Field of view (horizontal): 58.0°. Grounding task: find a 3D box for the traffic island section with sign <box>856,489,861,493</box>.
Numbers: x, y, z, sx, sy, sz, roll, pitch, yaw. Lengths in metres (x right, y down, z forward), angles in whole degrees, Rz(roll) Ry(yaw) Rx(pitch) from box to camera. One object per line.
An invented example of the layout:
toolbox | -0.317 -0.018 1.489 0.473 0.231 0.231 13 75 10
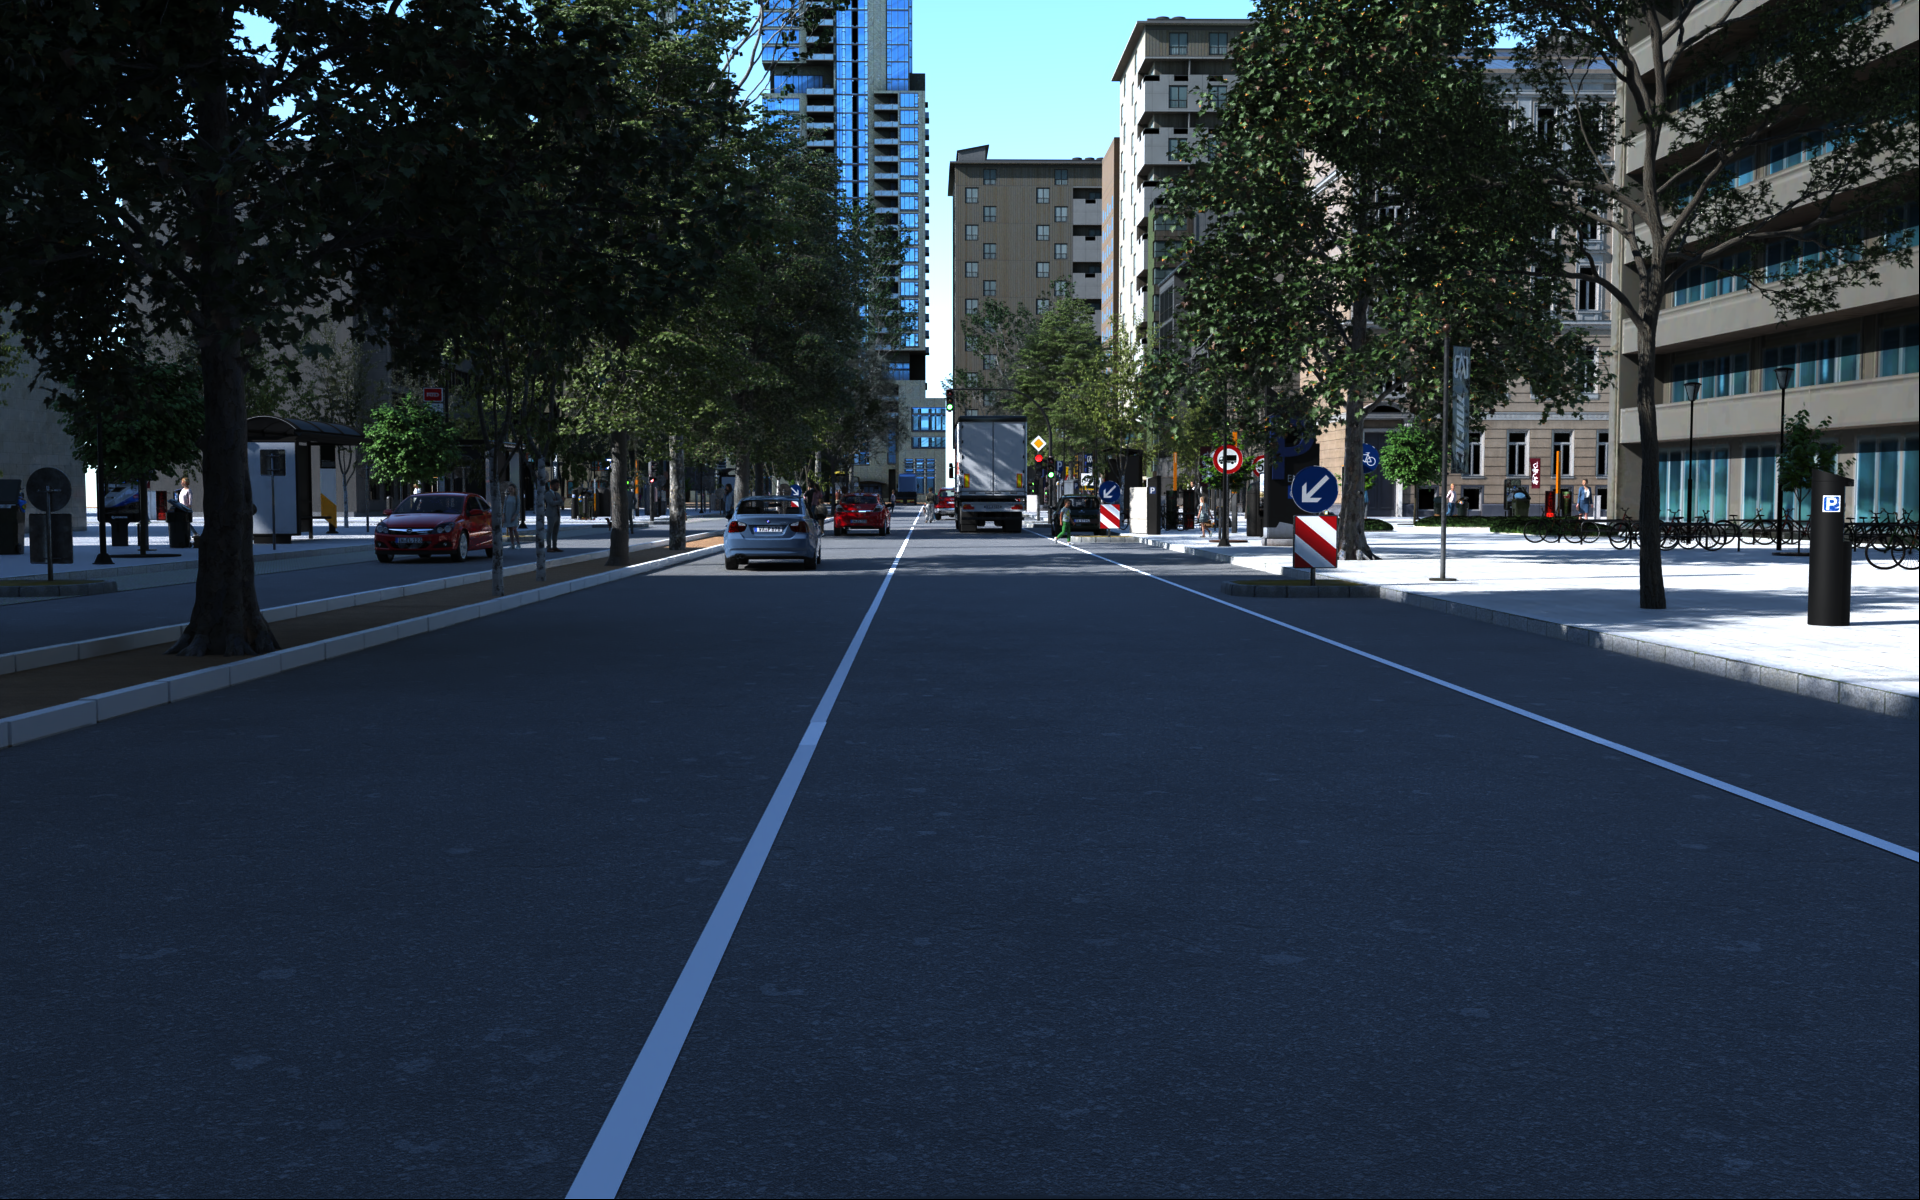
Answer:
traffic island section with sign | -9.136 -9.125 157.331 2.006 1.907 1.989 0 4 -1

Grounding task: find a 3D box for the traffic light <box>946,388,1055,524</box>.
traffic light | 1.778 -6.104 74.474 4.771 5.953 1.251 0 4 -1

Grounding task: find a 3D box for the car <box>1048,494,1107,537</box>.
car | 3.998 -2.981 58.531 2.009 1.686 4.222 0 4 1

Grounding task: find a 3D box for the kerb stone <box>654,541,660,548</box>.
kerb stone | -8.187 -1.465 46.146 0.120 0.150 1.000 0 4 -1

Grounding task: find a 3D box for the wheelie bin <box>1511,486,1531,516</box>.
wheelie bin | 23.310 -3.921 72.009 0.693 1.594 0.980 0 3 0

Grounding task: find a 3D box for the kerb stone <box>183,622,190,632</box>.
kerb stone | -7.670 0.295 17.435 0.120 0.150 1.000 0 4 -1

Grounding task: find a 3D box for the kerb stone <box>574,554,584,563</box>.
kerb stone | -8.012 -0.836 35.905 0.120 0.150 1.000 0 4 -1

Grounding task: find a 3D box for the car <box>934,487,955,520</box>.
car | -0.387 -5.406 97.053 2.281 1.827 5.304 0 4 1

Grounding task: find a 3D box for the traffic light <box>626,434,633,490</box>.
traffic light | -14.490 -5.222 74.308 0.839 4.253 0.868 0 4 -1

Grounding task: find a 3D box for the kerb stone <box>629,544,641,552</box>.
kerb stone | -8.139 -1.277 43.073 0.120 0.150 1.000 0 4 -1

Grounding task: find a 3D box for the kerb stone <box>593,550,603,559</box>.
kerb stone | -8.043 -0.963 37.949 0.120 0.150 1.000 0 4 -1

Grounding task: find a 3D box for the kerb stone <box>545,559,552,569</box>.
kerb stone | -7.957 -0.650 32.819 0.120 0.150 1.000 0 4 -1

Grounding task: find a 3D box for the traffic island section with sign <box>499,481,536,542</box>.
traffic island section with sign | -13.812 -2.686 52.549 1.989 1.847 2.006 0 4 -1

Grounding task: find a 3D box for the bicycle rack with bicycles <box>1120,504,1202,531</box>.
bicycle rack with bicycles | 7.256 -2.913 61.008 2.852 0.926 2.925 -2 4 -26

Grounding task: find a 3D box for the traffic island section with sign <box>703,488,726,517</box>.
traffic island section with sign | -14.794 -6.019 107.045 1.989 1.847 2.006 0 4 -1

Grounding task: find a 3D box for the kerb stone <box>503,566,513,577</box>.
kerb stone | -7.899 -0.462 29.748 0.120 0.150 1.000 0 4 -1

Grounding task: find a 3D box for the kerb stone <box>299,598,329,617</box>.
kerb stone | -7.733 0.103 20.513 0.120 0.150 1.000 0 4 -1

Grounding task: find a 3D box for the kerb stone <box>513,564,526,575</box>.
kerb stone | -7.927 -0.523 30.776 0.120 0.150 1.000 0 4 -1

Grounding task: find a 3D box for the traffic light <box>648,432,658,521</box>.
traffic light | -12.544 -6.587 82.364 4.771 5.953 1.251 0 4 -1

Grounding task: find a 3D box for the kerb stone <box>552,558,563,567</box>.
kerb stone | -7.975 -0.713 33.848 0.120 0.150 1.000 0 4 -1

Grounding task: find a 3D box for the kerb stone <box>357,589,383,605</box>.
kerb stone | -7.771 -0.022 22.558 0.120 0.150 1.000 0 4 -1

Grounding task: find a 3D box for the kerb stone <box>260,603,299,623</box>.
kerb stone | -7.714 0.166 19.491 0.120 0.150 1.000 0 4 -1

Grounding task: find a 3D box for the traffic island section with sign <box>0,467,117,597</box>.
traffic island section with sign | -13.318 -0.991 24.827 1.989 1.847 2.006 0 4 -1

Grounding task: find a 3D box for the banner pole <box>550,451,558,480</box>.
banner pole | -21.629 -6.250 92.211 0.401 3.779 0.863 -3 5 -45

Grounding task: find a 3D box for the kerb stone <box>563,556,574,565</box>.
kerb stone | -7.993 -0.772 34.879 0.120 0.150 1.000 0 4 -1

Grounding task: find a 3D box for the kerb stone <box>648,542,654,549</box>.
kerb stone | -8.175 -1.402 45.118 0.120 0.150 1.000 0 4 -1

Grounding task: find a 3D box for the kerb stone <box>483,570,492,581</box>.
kerb stone | -7.877 -0.396 28.721 0.120 0.150 1.000 0 4 -1

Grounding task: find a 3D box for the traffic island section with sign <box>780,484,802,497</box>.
traffic island section with sign | -7.778 -4.530 82.205 2.006 1.907 1.989 0 4 -1

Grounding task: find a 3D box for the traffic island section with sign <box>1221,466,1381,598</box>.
traffic island section with sign | 4.812 -0.992 24.848 1.989 1.847 2.006 0 4 -1

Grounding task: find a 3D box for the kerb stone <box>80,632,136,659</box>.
kerb stone | -7.638 0.419 15.391 0.120 0.150 1.000 0 4 -1

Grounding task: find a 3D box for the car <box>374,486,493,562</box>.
car | -11.338 -1.755 37.739 2.155 1.783 4.494 0 4 0

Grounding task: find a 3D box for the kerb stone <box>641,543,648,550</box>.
kerb stone | -8.158 -1.339 44.096 0.120 0.150 1.000 0 4 -1

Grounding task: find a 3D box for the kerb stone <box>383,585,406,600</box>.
kerb stone | -7.793 -0.082 23.588 0.120 0.150 1.000 0 4 -1

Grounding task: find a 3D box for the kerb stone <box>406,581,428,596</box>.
kerb stone | -7.805 -0.140 24.610 0.120 0.150 1.000 0 4 -1

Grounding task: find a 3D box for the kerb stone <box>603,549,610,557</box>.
kerb stone | -8.066 -1.026 38.973 0.120 0.150 1.000 0 4 -1

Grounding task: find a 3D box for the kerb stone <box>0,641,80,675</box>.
kerb stone | -7.626 0.479 14.369 0.120 0.150 1.000 0 4 -1

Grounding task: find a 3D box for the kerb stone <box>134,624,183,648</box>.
kerb stone | -7.664 0.356 16.413 0.120 0.150 1.000 0 4 -1

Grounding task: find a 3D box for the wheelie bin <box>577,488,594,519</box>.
wheelie bin | -19.090 -4.926 88.443 0.693 1.594 0.980 1 4 13

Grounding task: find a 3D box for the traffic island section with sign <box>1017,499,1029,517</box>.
traffic island section with sign | 3.305 -6.091 108.212 1.989 1.847 2.006 0 4 -1

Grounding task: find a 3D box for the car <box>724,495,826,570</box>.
car | -3.652 -1.353 34.131 2.014 1.417 4.499 0 4 -3

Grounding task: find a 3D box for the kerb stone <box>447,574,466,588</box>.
kerb stone | -7.840 -0.273 26.662 0.120 0.150 1.000 0 4 -1

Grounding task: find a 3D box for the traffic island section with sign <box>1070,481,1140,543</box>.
traffic island section with sign | 4.317 -2.662 52.145 1.989 1.847 2.006 0 4 -1

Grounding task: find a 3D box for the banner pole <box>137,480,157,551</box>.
banner pole | -18.470 -3.022 39.425 0.401 3.779 0.863 0 4 -5

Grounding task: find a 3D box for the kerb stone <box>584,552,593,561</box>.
kerb stone | -8.032 -0.901 36.927 0.120 0.150 1.000 0 4 -1

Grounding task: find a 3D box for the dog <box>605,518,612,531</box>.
dog | -13.526 -2.950 67.520 0.540 0.507 0.406 -2 4 -25

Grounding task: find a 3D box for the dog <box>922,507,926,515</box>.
dog | -2.340 -6.227 121.091 0.406 0.507 0.540 2 4 25

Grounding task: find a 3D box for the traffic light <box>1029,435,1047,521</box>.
traffic light | 3.724 -5.732 82.636 0.839 4.253 0.868 0 4 -1

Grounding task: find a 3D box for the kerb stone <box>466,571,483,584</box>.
kerb stone | -7.859 -0.336 27.686 0.120 0.150 1.000 0 4 -1

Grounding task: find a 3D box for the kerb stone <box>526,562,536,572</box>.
kerb stone | -7.942 -0.587 31.797 0.120 0.150 1.000 0 4 -1

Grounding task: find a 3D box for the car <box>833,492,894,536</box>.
car | -3.410 -3.166 60.802 2.155 1.783 4.494 0 4 1

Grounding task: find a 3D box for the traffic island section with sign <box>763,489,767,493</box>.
traffic island section with sign | -15.283 -7.683 134.239 1.989 1.847 2.006 0 4 -1

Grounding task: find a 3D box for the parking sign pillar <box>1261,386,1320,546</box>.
parking sign pillar | 8.240 -3.336 43.021 1.447 3.967 1.447 -1 4 -9

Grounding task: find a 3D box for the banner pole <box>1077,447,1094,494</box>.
banner pole | 6.907 -6.348 93.800 0.863 3.779 0.401 0 4 3

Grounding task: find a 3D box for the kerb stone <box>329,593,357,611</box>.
kerb stone | -7.755 0.042 21.537 0.120 0.150 1.000 0 4 -1

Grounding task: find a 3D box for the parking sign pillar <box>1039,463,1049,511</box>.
parking sign pillar | 6.507 -8.891 133.847 1.447 3.967 1.447 2 4 30

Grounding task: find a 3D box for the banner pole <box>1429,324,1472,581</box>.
banner pole | 7.339 -2.185 25.735 0.863 3.779 0.401 -3 5 -40

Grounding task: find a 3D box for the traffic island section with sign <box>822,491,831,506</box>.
traffic island section with sign | -16.664 -12.391 211.221 1.989 1.847 2.006 0 4 -1

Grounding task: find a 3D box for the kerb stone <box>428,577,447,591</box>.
kerb stone | -7.829 -0.210 25.632 0.120 0.150 1.000 0 4 -1
